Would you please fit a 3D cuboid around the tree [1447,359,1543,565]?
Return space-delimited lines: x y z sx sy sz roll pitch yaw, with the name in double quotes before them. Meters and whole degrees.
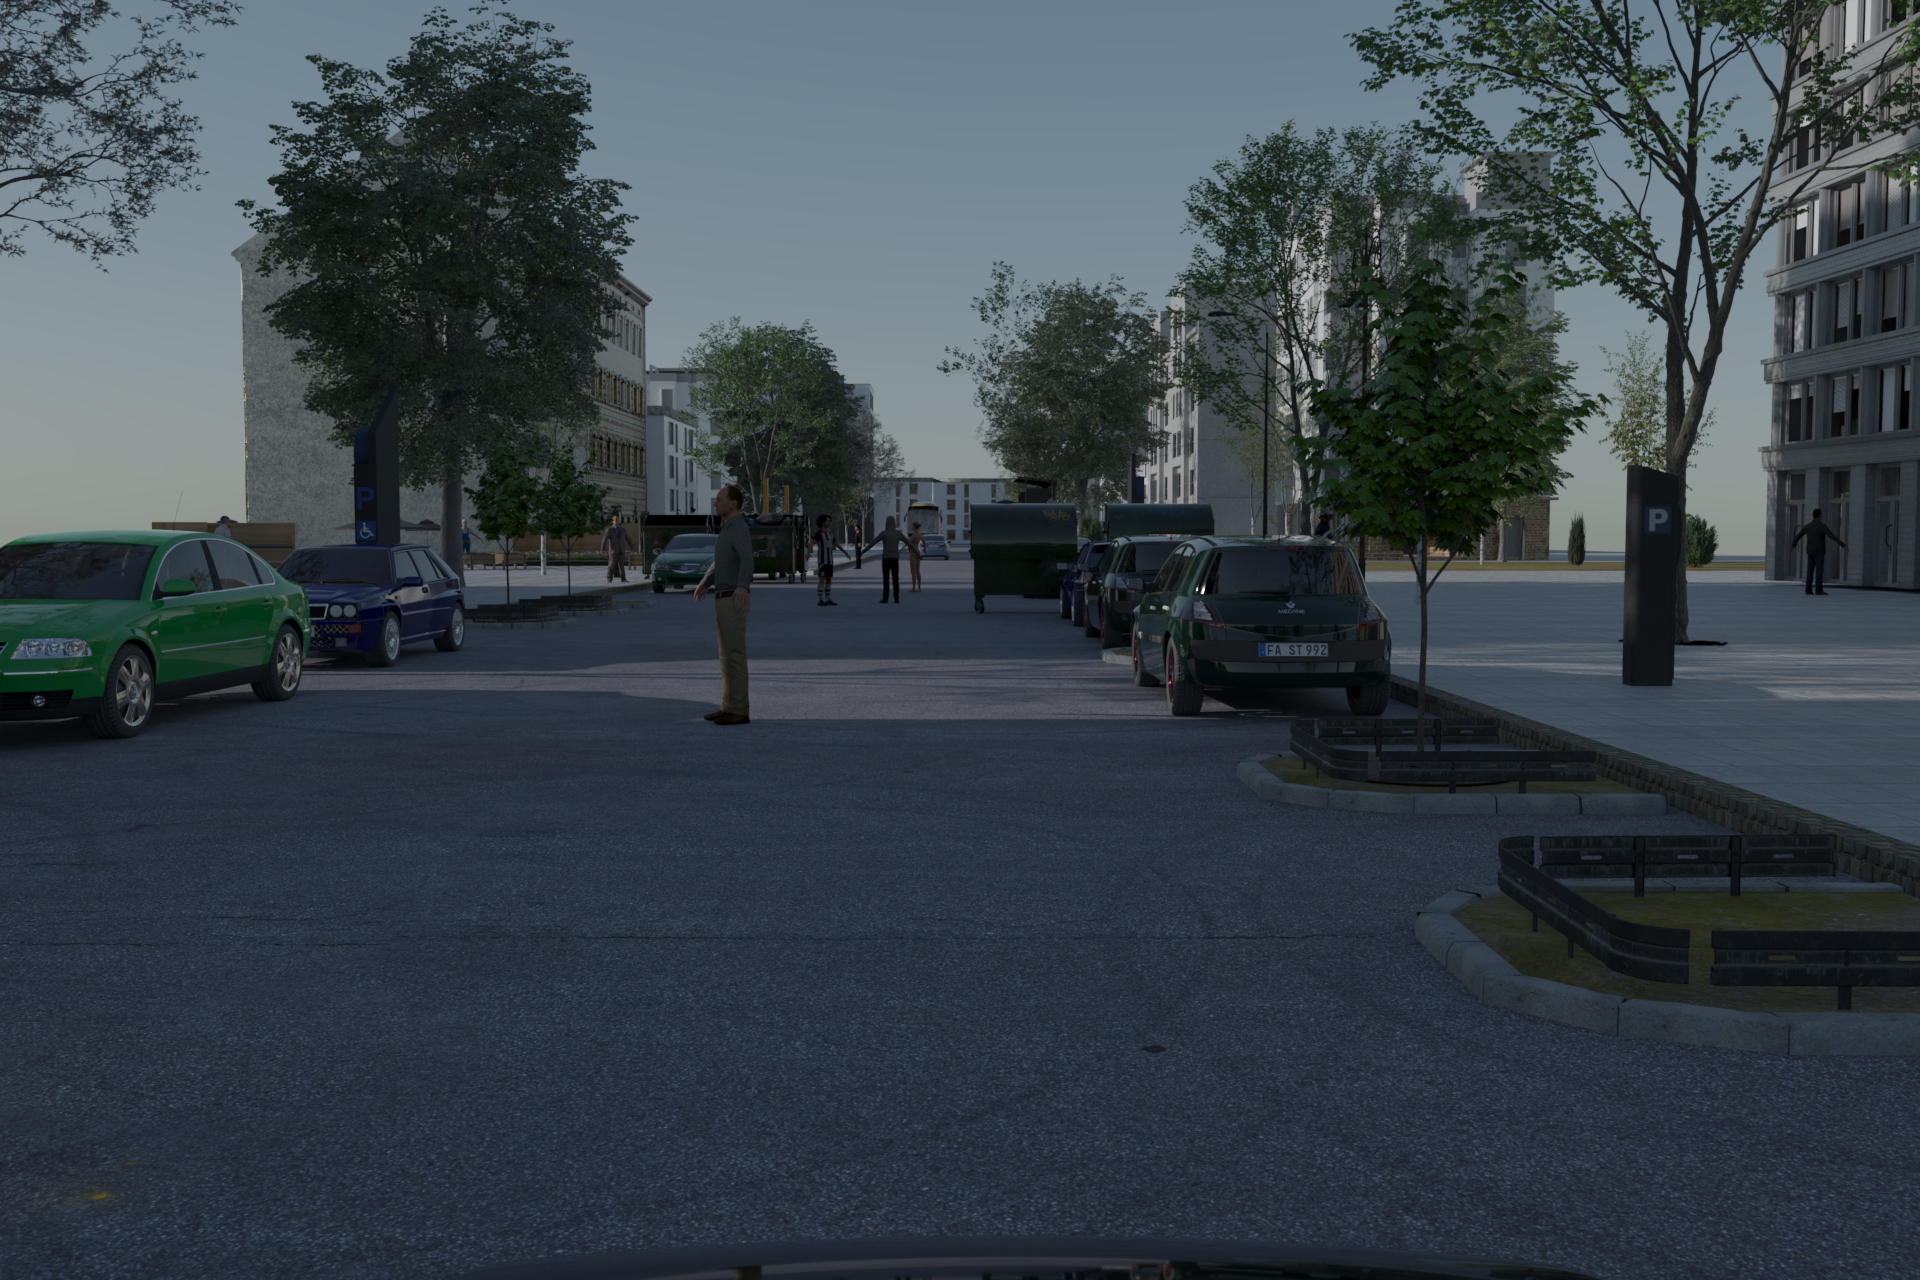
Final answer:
"tree" 22.051 -7.449 72.148 4.737 8.622 4.395 0 3 0

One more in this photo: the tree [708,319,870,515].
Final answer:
"tree" -10.098 -11.926 101.646 9.857 13.997 8.962 0 3 0

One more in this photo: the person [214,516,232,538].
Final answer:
"person" -17.025 -2.032 40.205 0.756 1.711 0.436 3 5 44

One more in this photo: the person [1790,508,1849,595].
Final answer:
"person" 18.074 -1.863 36.529 0.705 1.821 1.348 -2 4 -28

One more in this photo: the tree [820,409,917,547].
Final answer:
"tree" -9.265 -15.698 167.037 12.009 13.543 11.850 0 3 0

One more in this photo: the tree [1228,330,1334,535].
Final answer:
"tree" 11.910 -6.846 62.288 4.360 8.622 3.978 0 3 0

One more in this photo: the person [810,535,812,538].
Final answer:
"person" -7.162 -4.390 78.492 1.216 1.740 0.721 -1 4 -14

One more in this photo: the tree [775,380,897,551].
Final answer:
"tree" -10.003 -13.755 135.257 12.009 13.543 11.850 0 3 0

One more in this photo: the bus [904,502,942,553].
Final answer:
"bus" -2.748 -8.860 136.412 2.896 3.916 12.252 0 4 0

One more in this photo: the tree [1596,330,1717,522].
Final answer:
"tree" 24.648 -6.825 61.948 4.737 8.622 4.395 0 3 0

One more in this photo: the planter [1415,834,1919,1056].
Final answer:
"planter" 2.600 0.942 5.740 1.991 0.319 1.994 0 4 1

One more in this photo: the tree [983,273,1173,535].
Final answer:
"tree" 5.872 -10.941 85.547 9.857 13.997 8.962 0 3 0

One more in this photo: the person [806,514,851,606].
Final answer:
"person" -2.672 -1.590 34.594 0.704 1.843 1.345 2 4 35

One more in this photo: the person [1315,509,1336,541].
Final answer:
"person" 7.828 -1.905 37.015 0.704 1.845 1.351 2 4 29

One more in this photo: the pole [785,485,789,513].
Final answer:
"pole" -7.263 -4.822 72.680 0.158 3.312 0.155 0 3 0

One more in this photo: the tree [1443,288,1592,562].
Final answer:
"tree" 24.963 -9.882 79.697 7.486 12.596 7.792 0 3 0

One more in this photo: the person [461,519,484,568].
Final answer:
"person" -18.698 -3.644 65.443 1.347 1.847 0.705 -1 4 -20

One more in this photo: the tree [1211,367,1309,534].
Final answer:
"tree" 12.725 -7.698 76.228 4.360 8.622 3.978 0 3 0

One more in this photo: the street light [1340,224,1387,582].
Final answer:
"street light" 6.114 -3.268 26.218 0.468 5.910 1.993 0 4 0

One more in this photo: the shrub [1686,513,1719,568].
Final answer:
"shrub" 28.032 -3.793 66.063 1.661 2.075 1.752 0 3 0

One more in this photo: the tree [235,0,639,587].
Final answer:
"tree" -12.452 -8.272 41.904 9.857 13.997 8.962 0 3 0

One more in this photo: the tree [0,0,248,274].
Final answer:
"tree" -12.554 -6.528 17.109 12.009 13.543 11.850 0 3 0

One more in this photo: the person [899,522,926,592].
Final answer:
"person" -1.164 -2.047 42.723 0.721 1.733 1.217 2 4 31

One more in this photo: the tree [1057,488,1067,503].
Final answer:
"tree" 14.908 -19.481 252.932 7.601 10.594 8.767 0 4 3

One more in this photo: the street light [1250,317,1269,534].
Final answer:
"street light" 6.931 -3.891 36.162 1.470 5.913 1.316 0 4 0

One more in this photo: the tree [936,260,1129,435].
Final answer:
"tree" 5.026 -16.173 120.315 12.611 20.169 13.585 0 3 0

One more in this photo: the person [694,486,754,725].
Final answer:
"person" -1.761 -0.270 13.147 0.705 1.796 1.348 -1 4 -21

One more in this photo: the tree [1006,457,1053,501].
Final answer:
"tree" 6.006 -11.380 136.422 4.737 8.622 4.395 0 3 0

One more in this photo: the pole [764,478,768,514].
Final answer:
"pole" -7.098 -4.255 63.410 0.158 3.312 0.155 0 3 0

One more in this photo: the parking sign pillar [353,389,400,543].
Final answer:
"parking sign pillar" -10.619 -2.635 31.558 1.447 3.967 1.447 0 4 -1

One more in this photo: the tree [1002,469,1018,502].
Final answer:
"tree" 5.590 -12.686 157.776 4.360 8.622 3.978 0 3 0

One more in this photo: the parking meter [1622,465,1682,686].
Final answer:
"parking meter" 5.860 -0.548 14.666 0.399 1.863 0.255 0 4 0

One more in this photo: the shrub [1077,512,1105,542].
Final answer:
"shrub" 4.712 -3.615 63.147 1.661 2.075 1.752 0 3 0

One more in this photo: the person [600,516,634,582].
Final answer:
"person" -9.065 -2.405 45.923 0.990 1.755 0.434 -2 4 -34

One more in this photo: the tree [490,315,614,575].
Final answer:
"tree" -13.106 -6.327 53.814 4.360 8.622 3.978 0 3 0

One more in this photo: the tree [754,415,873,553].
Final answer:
"tree" -10.080 -11.138 116.519 8.767 10.594 7.601 0 4 -4

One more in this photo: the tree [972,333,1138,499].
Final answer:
"tree" 5.422 -11.749 102.469 12.009 13.543 11.850 0 3 0

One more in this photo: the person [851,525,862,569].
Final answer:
"person" -4.192 -3.805 70.847 0.705 1.806 1.347 -1 4 -17

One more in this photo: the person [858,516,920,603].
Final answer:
"person" -1.449 -1.672 35.929 1.348 1.813 0.705 -1 4 -19

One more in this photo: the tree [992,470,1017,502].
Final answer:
"tree" 5.537 -13.050 163.726 4.360 8.622 3.978 0 3 0

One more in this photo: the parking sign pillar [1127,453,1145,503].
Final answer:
"parking sign pillar" 5.933 -4.290 58.619 1.447 3.967 1.447 0 4 0

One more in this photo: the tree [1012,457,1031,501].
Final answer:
"tree" 6.104 -12.185 149.581 4.737 8.622 4.395 0 3 0
